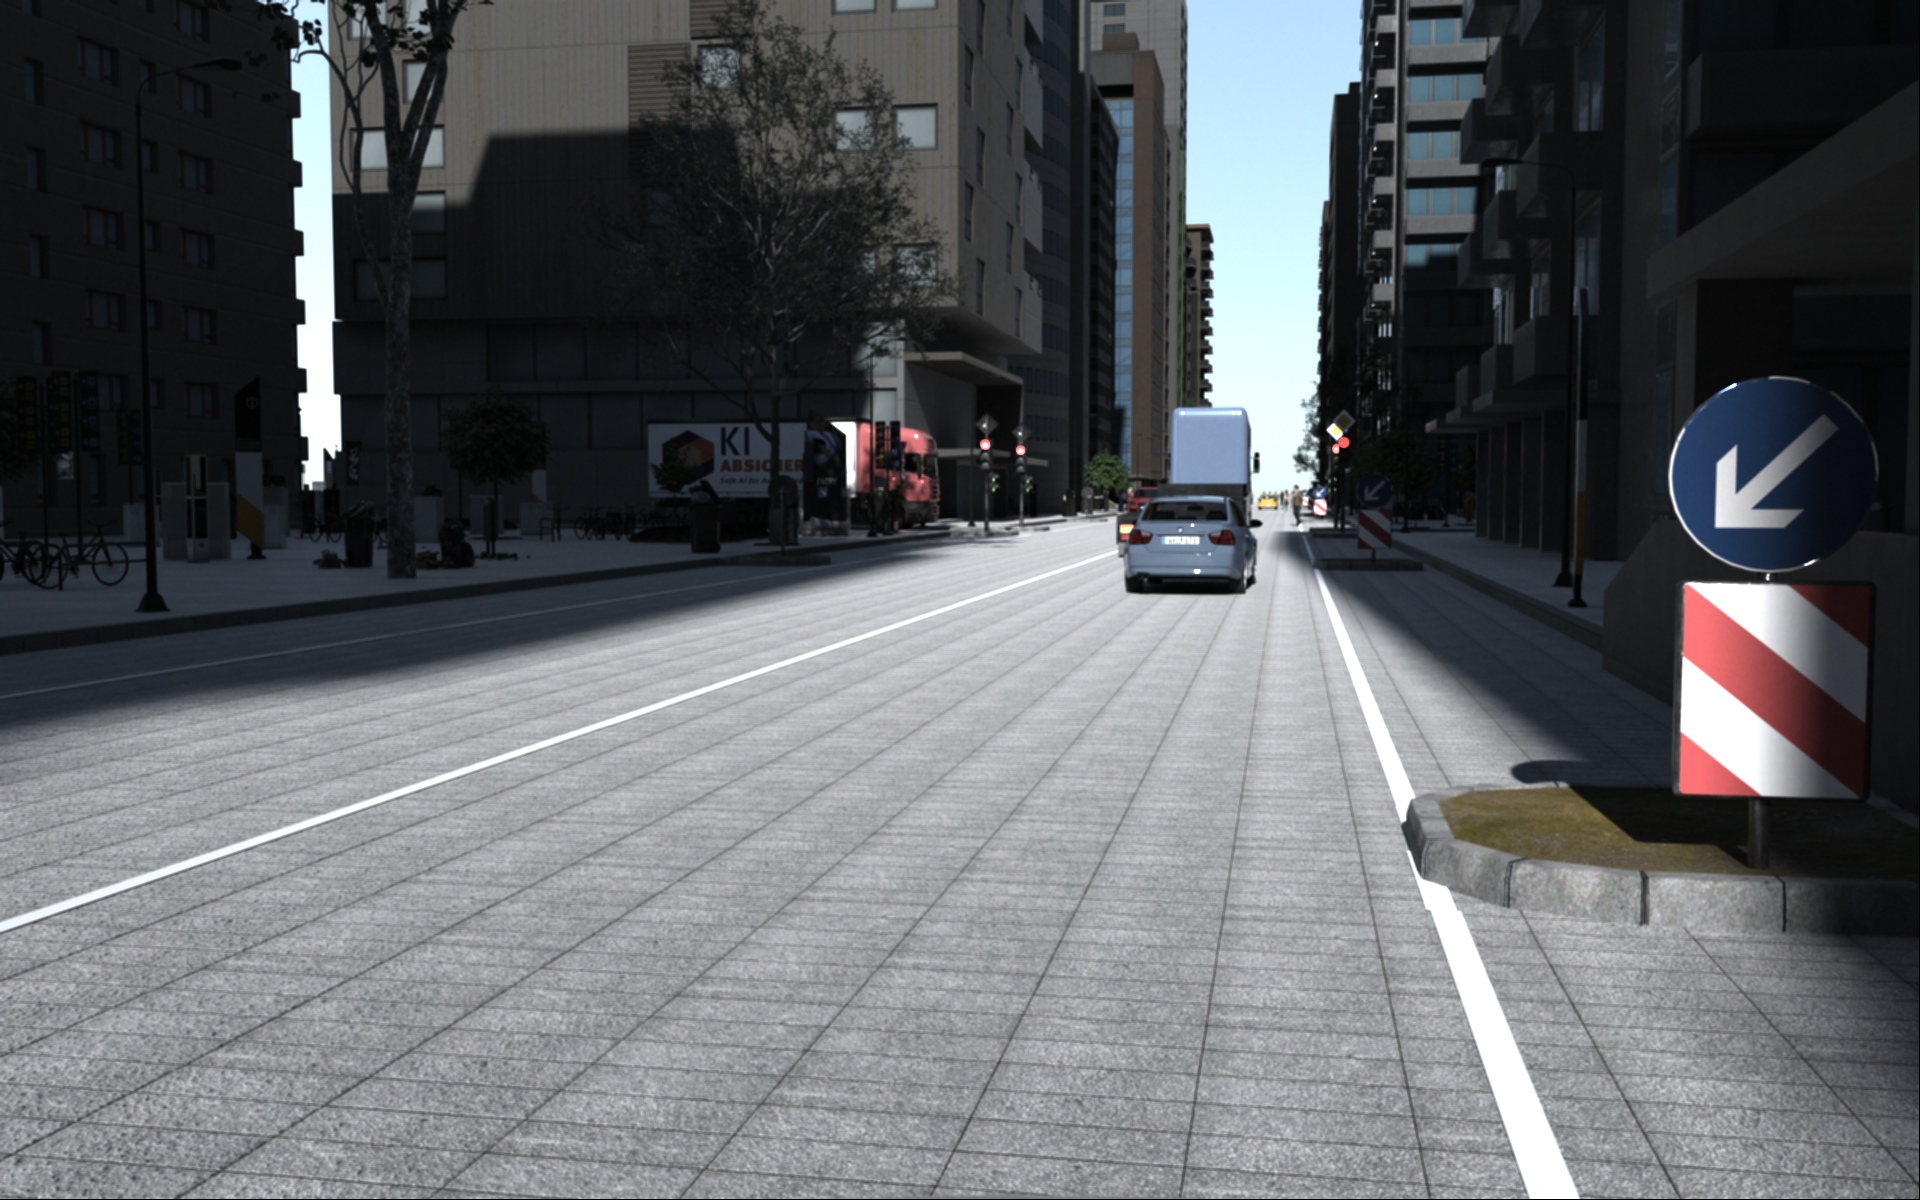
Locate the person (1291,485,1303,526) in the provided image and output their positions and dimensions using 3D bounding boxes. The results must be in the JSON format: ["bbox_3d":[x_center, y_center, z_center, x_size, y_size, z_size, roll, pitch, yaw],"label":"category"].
[{"bbox_3d":[15.200,-4.262,78.091,0.656,1.842,0.836,2,4,29],"label":"person"}]

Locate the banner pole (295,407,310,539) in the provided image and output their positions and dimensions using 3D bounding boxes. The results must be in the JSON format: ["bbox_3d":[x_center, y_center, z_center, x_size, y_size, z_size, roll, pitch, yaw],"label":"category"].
[{"bbox_3d":[-19.151,-3.685,50.273,0.401,3.779,0.863,-2,4,-24],"label":"banner pole"}]

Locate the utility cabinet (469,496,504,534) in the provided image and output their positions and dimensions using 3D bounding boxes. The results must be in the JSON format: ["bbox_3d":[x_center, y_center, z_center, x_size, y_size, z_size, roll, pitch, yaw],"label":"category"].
[{"bbox_3d":[-15.084,-2.692,55.179,1.020,1.237,0.306,-1,4,-10],"label":"utility cabinet"}]

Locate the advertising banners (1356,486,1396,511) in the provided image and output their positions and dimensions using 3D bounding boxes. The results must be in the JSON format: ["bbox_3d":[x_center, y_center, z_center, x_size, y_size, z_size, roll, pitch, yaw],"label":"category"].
[{"bbox_3d":[20.015,-5.294,82.752,2.074,3.025,0.090,1,4,12],"label":"advertising banners"}]

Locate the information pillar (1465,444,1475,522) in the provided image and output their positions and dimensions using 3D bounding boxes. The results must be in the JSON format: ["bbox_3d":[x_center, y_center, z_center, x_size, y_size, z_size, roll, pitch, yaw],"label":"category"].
[{"bbox_3d":[23.727,-5.450,80.465,0.504,3.616,0.183,-3,4,-39],"label":"information pillar"}]

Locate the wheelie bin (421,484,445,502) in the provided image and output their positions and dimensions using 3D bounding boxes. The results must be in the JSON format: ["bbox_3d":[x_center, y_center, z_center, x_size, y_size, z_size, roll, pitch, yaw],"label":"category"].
[{"bbox_3d":[-16.757,-2.880,54.992,0.693,1.594,0.980,-2,4,-35],"label":"wheelie bin"}]

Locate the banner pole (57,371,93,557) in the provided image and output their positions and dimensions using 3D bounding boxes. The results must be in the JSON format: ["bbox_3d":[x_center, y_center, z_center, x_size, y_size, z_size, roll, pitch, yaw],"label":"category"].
[{"bbox_3d":[-18.147,-2.773,35.353,0.863,3.779,0.401,2,4,24],"label":"banner pole"}]

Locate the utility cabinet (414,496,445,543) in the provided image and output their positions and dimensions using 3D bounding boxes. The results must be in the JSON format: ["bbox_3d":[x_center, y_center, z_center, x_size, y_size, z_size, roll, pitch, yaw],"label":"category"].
[{"bbox_3d":[-14.049,-2.107,45.614,1.020,1.237,0.306,2,4,26],"label":"utility cabinet"}]

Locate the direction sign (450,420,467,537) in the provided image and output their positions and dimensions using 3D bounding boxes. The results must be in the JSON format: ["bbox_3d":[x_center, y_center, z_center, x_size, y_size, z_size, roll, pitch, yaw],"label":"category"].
[{"bbox_3d":[-15.091,-3.686,52.262,0.379,3.537,0.876,1,4,20],"label":"direction sign"}]

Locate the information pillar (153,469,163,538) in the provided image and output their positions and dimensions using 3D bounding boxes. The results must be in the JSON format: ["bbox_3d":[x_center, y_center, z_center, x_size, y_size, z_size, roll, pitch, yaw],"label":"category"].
[{"bbox_3d":[-23.691,-2.839,50.914,0.304,2.012,0.304,1,4,8],"label":"information pillar"}]

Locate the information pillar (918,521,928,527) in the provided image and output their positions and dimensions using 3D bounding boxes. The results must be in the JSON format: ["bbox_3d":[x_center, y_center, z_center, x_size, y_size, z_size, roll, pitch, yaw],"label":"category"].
[{"bbox_3d":[-1.385,-4.652,67.419,0.504,3.616,0.183,2,4,35],"label":"information pillar"}]

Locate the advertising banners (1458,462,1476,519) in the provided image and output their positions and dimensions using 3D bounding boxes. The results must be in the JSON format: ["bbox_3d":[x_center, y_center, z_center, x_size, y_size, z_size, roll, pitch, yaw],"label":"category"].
[{"bbox_3d":[26.156,-5.688,89.183,0.090,3.025,2.074,-1,4,-13],"label":"advertising banners"}]

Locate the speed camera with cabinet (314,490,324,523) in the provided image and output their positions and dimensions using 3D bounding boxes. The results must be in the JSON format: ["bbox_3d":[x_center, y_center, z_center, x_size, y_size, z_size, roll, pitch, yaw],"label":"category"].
[{"bbox_3d":[-29.486,-5.071,77.250,2.038,3.252,0.660,0,4,-7],"label":"speed camera with cabinet"}]

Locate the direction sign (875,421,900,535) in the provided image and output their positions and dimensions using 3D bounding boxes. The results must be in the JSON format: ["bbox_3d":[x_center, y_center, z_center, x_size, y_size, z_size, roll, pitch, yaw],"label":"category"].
[{"bbox_3d":[-2.245,-3.783,53.857,0.876,3.537,0.379,2,4,28],"label":"direction sign"}]

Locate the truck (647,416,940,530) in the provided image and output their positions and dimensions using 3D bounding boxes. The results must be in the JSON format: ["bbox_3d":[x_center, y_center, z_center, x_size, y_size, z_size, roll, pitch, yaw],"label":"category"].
[{"bbox_3d":[-5.770,-4.593,64.005,11.283,4.237,2.839,1,4,9],"label":"truck"}]

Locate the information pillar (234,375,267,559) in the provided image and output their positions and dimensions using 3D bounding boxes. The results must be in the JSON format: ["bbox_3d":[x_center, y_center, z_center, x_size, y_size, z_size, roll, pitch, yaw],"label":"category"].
[{"bbox_3d":[-13.971,-2.613,34.077,0.504,3.616,0.183,-1,4,-14],"label":"information pillar"}]

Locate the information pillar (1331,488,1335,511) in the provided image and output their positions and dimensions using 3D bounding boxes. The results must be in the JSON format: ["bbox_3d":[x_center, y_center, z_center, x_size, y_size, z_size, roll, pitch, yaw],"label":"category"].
[{"bbox_3d":[27.781,-7.584,128.490,0.304,2.012,0.304,-3,5,-44],"label":"information pillar"}]

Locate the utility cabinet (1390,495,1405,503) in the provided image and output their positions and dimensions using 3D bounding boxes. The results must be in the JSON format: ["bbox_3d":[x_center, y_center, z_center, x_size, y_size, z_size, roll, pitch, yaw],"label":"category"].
[{"bbox_3d":[26.076,-5.650,103.541,1.020,1.237,0.306,-1,4,-20],"label":"utility cabinet"}]

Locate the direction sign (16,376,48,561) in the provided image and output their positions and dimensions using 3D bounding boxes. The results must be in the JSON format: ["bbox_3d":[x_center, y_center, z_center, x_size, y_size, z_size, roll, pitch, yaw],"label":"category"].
[{"bbox_3d":[-17.715,-2.538,33.494,0.876,3.537,0.379,-1,4,-16],"label":"direction sign"}]

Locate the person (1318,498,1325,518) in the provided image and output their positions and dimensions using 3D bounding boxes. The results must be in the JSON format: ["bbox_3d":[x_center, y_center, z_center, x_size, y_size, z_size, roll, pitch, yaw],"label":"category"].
[{"bbox_3d":[21.457,-5.728,102.708,0.362,1.759,0.519,3,5,40],"label":"person"}]

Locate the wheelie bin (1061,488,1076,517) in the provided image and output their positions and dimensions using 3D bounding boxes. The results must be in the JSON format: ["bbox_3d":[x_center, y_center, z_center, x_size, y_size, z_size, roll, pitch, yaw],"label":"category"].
[{"bbox_3d":[6.126,-5.491,97.692,0.693,1.594,0.980,1,4,17],"label":"wheelie bin"}]

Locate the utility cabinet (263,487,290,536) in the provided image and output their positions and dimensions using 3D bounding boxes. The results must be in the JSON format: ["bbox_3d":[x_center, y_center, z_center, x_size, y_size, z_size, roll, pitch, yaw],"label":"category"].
[{"bbox_3d":[-20.673,-2.658,52.141,1.173,1.500,0.318,2,4,33],"label":"utility cabinet"}]

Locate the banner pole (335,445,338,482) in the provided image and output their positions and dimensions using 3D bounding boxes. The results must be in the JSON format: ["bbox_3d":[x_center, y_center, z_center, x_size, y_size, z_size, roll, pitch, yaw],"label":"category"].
[{"bbox_3d":[-31.531,-5.969,87.609,0.401,3.779,0.863,-1,4,-12],"label":"banner pole"}]

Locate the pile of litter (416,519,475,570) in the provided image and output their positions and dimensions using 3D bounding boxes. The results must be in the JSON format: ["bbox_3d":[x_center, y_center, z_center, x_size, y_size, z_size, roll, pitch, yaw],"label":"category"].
[{"bbox_3d":[-9.075,-0.985,30.076,1.176,0.858,1.719,1,4,19],"label":"pile of litter"}]

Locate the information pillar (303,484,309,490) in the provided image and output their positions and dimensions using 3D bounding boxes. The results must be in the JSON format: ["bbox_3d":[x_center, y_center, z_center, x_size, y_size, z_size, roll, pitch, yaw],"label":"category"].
[{"bbox_3d":[-48.187,-7.535,127.691,0.304,2.012,0.304,1,4,22],"label":"information pillar"}]

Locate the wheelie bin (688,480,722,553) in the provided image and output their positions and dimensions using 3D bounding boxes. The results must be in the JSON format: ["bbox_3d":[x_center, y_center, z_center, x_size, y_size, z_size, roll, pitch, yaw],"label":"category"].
[{"bbox_3d":[-5.580,-1.828,37.800,0.693,1.594,0.980,-1,4,-20],"label":"wheelie bin"}]

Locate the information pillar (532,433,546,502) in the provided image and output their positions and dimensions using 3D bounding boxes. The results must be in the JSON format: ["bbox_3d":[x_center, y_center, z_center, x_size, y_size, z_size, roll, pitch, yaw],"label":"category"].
[{"bbox_3d":[-14.333,-4.139,59.024,0.504,3.616,0.183,-2,4,-24],"label":"information pillar"}]

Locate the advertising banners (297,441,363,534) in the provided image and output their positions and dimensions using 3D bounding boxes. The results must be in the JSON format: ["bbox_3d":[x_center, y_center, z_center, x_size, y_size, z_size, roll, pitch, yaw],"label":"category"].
[{"bbox_3d":[-20.537,-3.688,56.490,2.074,3.025,0.090,-2,4,-28],"label":"advertising banners"}]

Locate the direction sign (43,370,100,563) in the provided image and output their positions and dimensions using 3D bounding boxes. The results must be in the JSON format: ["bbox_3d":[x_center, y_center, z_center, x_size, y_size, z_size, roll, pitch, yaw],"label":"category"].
[{"bbox_3d":[-16.220,-2.436,31.833,0.876,3.537,0.379,0,4,5],"label":"direction sign"}]

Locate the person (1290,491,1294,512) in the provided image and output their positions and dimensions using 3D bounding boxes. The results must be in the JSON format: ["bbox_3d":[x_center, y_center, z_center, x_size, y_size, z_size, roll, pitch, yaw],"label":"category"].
[{"bbox_3d":[26.859,-7.963,139.700,0.512,1.701,0.522,1,4,13],"label":"person"}]

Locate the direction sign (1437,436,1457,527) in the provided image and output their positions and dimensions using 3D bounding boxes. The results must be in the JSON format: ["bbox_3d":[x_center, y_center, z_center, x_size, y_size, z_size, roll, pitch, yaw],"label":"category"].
[{"bbox_3d":[19.087,-4.642,67.893,0.379,3.537,0.876,-3,4,-39],"label":"direction sign"}]

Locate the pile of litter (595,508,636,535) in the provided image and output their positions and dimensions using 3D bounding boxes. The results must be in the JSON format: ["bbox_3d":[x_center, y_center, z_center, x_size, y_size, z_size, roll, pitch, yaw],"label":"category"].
[{"bbox_3d":[-10.857,-2.513,55.057,1.719,0.858,1.176,-2,4,-32],"label":"pile of litter"}]

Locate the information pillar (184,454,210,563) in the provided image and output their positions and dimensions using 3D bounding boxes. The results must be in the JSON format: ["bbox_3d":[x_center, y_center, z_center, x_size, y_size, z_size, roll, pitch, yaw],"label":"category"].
[{"bbox_3d":[-14.228,-1.701,32.300,0.304,2.012,0.304,3,5,42],"label":"information pillar"}]

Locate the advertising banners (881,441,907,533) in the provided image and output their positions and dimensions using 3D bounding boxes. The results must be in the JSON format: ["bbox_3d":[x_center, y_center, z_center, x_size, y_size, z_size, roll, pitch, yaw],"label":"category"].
[{"bbox_3d":[-2.135,-3.705,56.760,0.090,3.025,2.074,1,4,20],"label":"advertising banners"}]

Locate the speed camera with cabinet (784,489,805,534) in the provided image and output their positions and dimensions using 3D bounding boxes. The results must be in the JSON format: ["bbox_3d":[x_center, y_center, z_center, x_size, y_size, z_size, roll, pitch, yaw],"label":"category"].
[{"bbox_3d":[-5.007,-3.747,55.595,2.038,3.252,0.660,-1,4,-19],"label":"speed camera with cabinet"}]

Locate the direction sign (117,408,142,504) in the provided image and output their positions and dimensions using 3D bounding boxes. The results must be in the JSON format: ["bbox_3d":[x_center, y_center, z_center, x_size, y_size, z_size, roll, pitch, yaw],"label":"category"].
[{"bbox_3d":[-22.115,-3.314,46.173,0.379,3.537,0.876,1,4,12],"label":"direction sign"}]

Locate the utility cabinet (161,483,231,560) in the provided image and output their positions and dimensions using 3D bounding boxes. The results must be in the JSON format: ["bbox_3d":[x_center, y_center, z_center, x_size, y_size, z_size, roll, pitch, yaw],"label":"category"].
[{"bbox_3d":[-14.785,-1.520,33.527,1.173,1.500,0.318,0,4,-7],"label":"utility cabinet"}]

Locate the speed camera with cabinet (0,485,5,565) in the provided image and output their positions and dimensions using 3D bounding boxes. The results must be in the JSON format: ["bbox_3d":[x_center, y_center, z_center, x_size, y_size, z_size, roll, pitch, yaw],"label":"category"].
[{"bbox_3d":[-16.790,-2.139,29.309,0.660,3.252,2.038,-1,4,-16],"label":"speed camera with cabinet"}]

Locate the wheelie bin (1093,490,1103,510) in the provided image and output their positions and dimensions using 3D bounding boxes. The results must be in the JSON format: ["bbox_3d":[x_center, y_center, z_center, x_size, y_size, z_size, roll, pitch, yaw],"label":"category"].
[{"bbox_3d":[10.710,-7.828,135.897,0.980,1.594,0.693,0,4,-1],"label":"wheelie bin"}]

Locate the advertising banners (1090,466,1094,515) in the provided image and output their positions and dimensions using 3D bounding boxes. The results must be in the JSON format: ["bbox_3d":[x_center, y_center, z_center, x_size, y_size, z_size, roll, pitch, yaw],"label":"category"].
[{"bbox_3d":[8.112,-6.747,106.496,0.090,3.025,2.074,1,4,12],"label":"advertising banners"}]

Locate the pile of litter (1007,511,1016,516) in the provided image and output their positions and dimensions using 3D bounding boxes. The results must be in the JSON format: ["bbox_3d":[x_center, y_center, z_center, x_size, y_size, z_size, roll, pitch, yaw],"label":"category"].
[{"bbox_3d":[2.681,-5.261,99.974,1.176,0.858,1.719,3,5,40],"label":"pile of litter"}]

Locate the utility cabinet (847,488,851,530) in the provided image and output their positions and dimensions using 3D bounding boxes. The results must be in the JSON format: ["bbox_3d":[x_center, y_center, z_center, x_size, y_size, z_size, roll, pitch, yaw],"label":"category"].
[{"bbox_3d":[-4.248,-3.201,61.007,0.318,1.500,1.173,2,4,25],"label":"utility cabinet"}]

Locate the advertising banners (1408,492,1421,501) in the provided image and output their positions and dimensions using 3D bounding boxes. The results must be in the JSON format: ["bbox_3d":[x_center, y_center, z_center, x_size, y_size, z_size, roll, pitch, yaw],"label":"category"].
[{"bbox_3d":[27.580,-6.727,106.180,0.090,3.025,2.074,-1,4,-21],"label":"advertising banners"}]

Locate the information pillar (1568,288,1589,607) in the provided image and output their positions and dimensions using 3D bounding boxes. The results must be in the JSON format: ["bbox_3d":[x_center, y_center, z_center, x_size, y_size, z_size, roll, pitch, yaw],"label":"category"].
[{"bbox_3d":[7.025,-1.727,19.588,0.183,3.616,0.504,1,4,16],"label":"information pillar"}]

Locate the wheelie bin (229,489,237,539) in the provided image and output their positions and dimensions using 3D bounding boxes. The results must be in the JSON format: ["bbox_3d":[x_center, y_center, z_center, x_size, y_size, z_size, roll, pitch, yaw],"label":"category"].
[{"bbox_3d":[-20.987,-2.529,49.253,0.980,1.594,0.693,3,5,44],"label":"wheelie bin"}]

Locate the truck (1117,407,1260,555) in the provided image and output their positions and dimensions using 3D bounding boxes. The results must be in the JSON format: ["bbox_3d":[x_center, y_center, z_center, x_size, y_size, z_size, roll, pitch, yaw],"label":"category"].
[{"bbox_3d":[6.568,-3.562,47.991,2.967,4.110,18.799,1,4,11],"label":"truck"}]

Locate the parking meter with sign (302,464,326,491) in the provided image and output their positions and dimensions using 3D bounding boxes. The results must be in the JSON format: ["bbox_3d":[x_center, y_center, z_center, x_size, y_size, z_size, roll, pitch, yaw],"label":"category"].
[{"bbox_3d":[-36.880,-6.324,99.655,1.738,3.016,0.543,0,4,-7],"label":"parking meter with sign"}]
